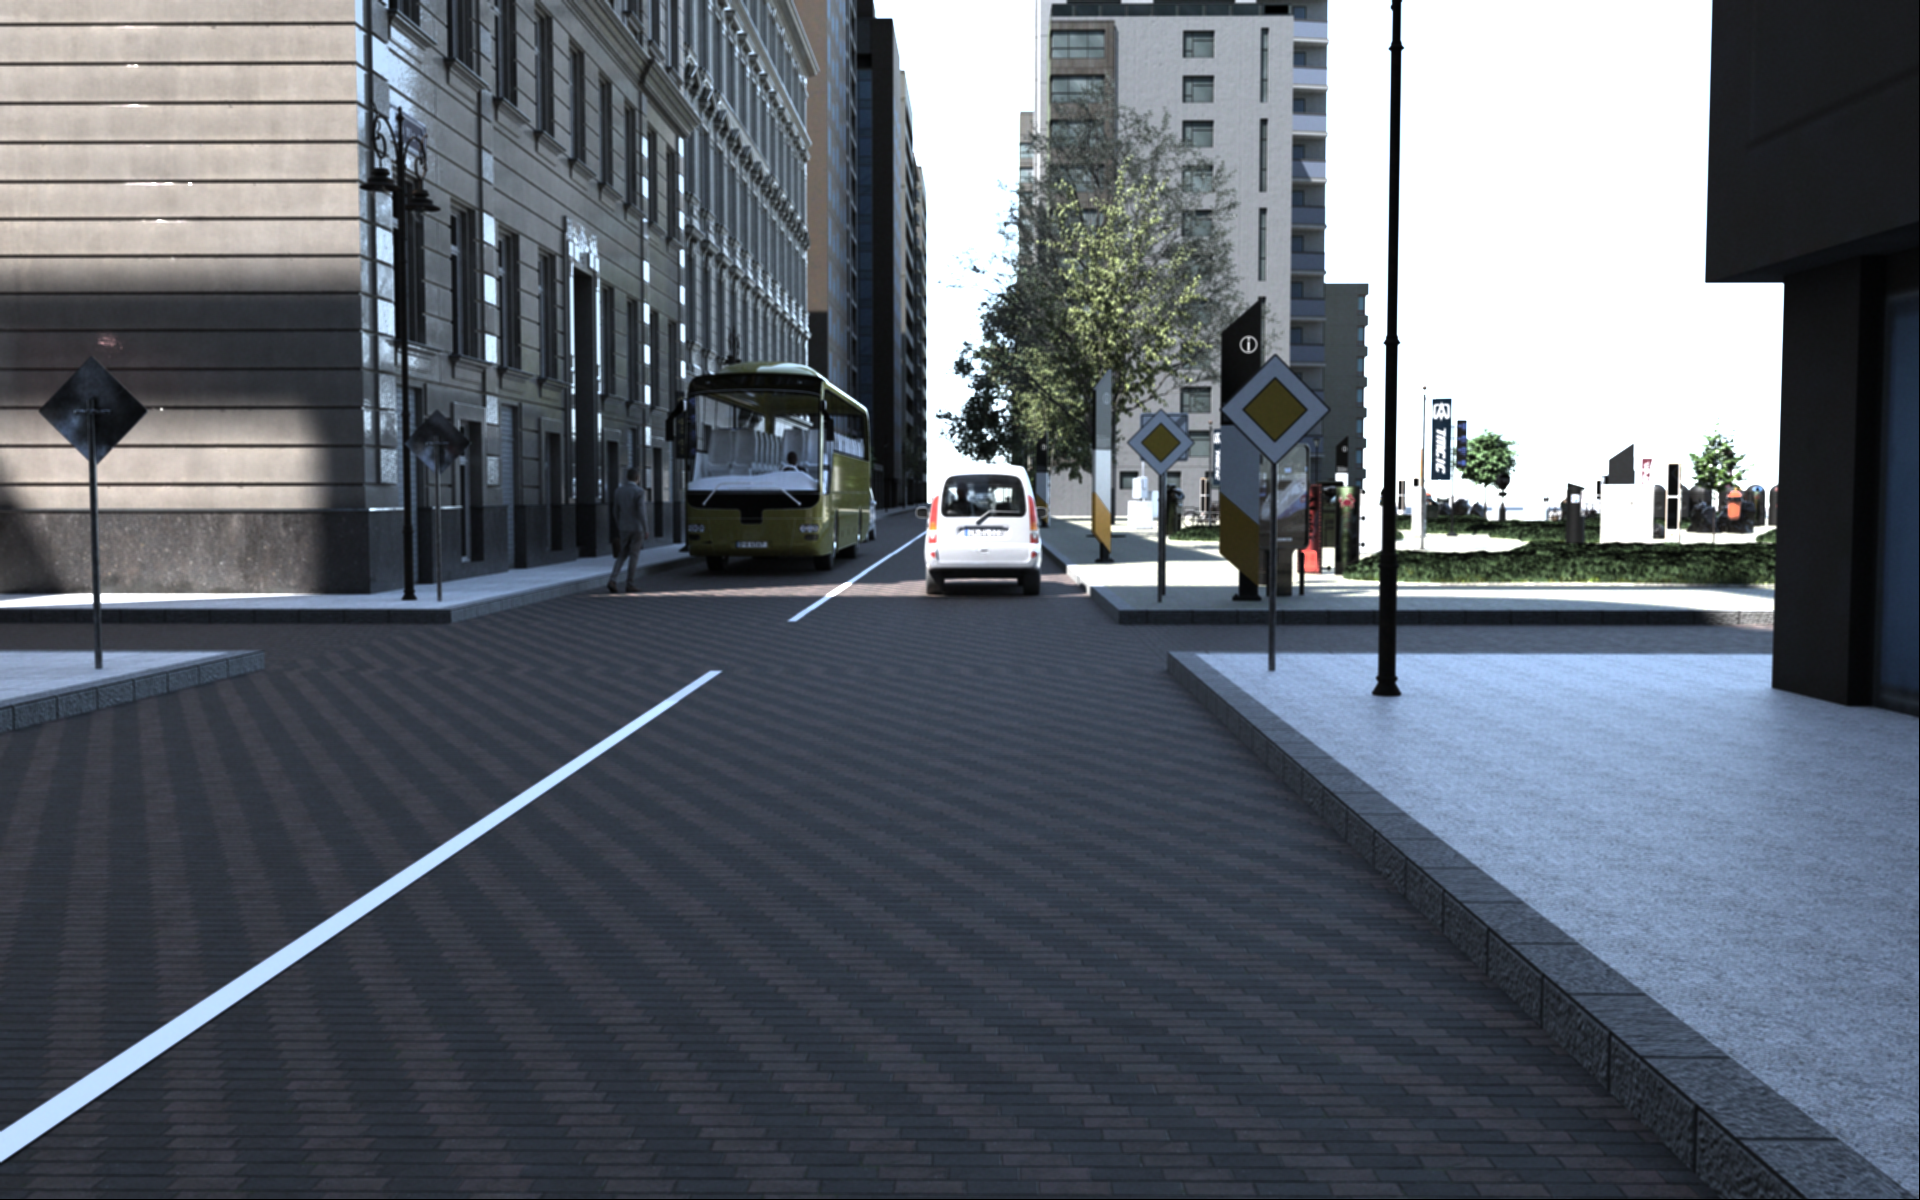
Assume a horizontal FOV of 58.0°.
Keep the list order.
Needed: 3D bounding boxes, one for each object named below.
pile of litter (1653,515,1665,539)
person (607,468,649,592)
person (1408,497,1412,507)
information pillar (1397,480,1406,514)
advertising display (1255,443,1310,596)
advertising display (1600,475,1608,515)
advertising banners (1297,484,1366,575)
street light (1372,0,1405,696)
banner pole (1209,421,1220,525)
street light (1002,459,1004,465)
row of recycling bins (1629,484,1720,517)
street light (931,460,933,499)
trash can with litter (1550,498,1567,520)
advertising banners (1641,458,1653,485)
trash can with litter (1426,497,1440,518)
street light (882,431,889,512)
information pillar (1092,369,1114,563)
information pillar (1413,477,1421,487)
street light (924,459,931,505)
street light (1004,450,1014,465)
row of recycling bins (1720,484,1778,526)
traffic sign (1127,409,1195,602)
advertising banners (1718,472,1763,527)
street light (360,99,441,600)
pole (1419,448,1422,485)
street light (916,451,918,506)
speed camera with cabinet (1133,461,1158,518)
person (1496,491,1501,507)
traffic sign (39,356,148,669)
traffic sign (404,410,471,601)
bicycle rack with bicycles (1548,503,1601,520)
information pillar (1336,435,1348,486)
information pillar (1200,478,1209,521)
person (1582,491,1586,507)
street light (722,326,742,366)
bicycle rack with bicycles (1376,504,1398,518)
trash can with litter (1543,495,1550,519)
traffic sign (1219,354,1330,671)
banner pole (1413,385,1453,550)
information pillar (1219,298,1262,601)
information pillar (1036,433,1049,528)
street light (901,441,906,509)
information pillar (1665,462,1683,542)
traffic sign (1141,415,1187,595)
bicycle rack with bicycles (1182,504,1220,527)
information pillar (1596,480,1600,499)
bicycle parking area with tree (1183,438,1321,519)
[{"bbox_3d":[19.992,-2.220,50.256,1.176,0.858,1.719,-2,4,-31],"label":"pile of litter"},{"bbox_3d":[-4.820,-1.023,25.348,0.709,1.813,0.853,1,4,22],"label":"person"},{"bbox_3d":[45.631,-9.952,174.441,0.991,1.433,0.599,0,4,-4],"label":"person"},{"bbox_3d":[22.763,-5.185,89.263,0.304,2.012,0.304,-3,5,-43],"label":"information pillar"},{"bbox_3d":[4.019,-1.011,21.752,0.974,1.923,0.123,-3,4,-37],"label":"advertising display"},{"bbox_3d":[21.803,-3.268,58.653,0.123,1.923,0.974,1,4,13],"label":"advertising display"},{"bbox_3d":[5.653,-1.935,27.825,0.090,3.025,2.074,-3,4,-39],"label":"advertising banners"},{"bbox_3d":[2.728,-2.331,10.899,0.468,5.910,1.993,0,4,1],"label":"street light"},{"bbox_3d":[8.646,-4.208,58.824,0.401,3.779,0.863,-2,4,-31],"label":"banner pole"},{"bbox_3d":[5.149,-13.918,200.349,0.468,5.910,1.993,0,4,1],"label":"street light"},{"bbox_3d":[28.306,-3.803,69.291,3.534,1.692,1.069,0,4,-1],"label":"row of recycling bins"},{"bbox_3d":[-3.861,-16.069,235.520,0.468,5.910,1.993,0,4,1],"label":"street light"},{"bbox_3d":[28.694,-4.358,82.633,1.055,1.170,0.624,3,5,43],"label":"trash can with litter"},{"bbox_3d":[32.439,-5.365,83.913,2.074,3.025,0.090,1,4,19],"label":"advertising banners"},{"bbox_3d":[19.139,-3.538,69.241,1.055,1.170,0.624,1,4,16],"label":"trash can with litter"},{"bbox_3d":[-5.298,-9.269,124.336,0.468,5.910,1.993,0,4,1],"label":"street light"},{"bbox_3d":[2.662,-2.512,32.424,0.183,3.616,0.504,3,5,43],"label":"information pillar"},{"bbox_3d":[20.148,-4.401,76.449,0.304,2.012,0.304,2,4,25],"label":"information pillar"},{"bbox_3d":[-4.097,-14.390,208.064,0.468,5.910,1.993,0,4,1],"label":"street light"},{"bbox_3d":[4.834,-12.173,171.816,0.468,5.910,1.993,0,4,1],"label":"street light"},{"bbox_3d":[32.745,-3.866,70.320,3.534,1.692,1.069,1,4,14],"label":"row of recycling bins"},{"bbox_3d":[2.371,-1.032,20.520,0.795,2.450,0.064,0,4,1],"label":"traffic sign"},{"bbox_3d":[30.774,-4.400,68.123,2.074,3.025,0.090,-1,4,-20],"label":"advertising banners"},{"bbox_3d":[-6.679,-2.938,20.830,0.468,5.910,1.993,0,4,1],"label":"street light"},{"bbox_3d":[20.580,-5.102,77.257,0.158,3.312,0.155,0,3,0],"label":"pole"},{"bbox_3d":[-4.508,-12.716,180.695,0.468,5.910,1.993,0,4,1],"label":"street light"},{"bbox_3d":[10.195,-6.122,94.435,0.660,3.252,2.038,3,4,39],"label":"speed camera with cabinet"},{"bbox_3d":[54.118,-10.081,174.037,1.217,1.735,0.721,3,5,40],"label":"person"},{"bbox_3d":[-6.328,-0.552,12.669,0.795,2.450,0.064,0,4,1],"label":"traffic sign"},{"bbox_3d":[-6.222,-1.040,20.653,0.795,2.450,0.064,0,4,1],"label":"traffic sign"},{"bbox_3d":[25.749,-3.609,72.388,2.925,0.926,2.852,-3,5,-40],"label":"bicycle rack with bicycles"},{"bbox_3d":[15.169,-4.734,68.758,0.504,3.616,0.183,-1,4,-9],"label":"information pillar"},{"bbox_3d":[11.478,-4.687,81.124,0.304,2.012,0.304,-3,5,-42],"label":"information pillar"},{"bbox_3d":[63.517,-10.235,176.505,0.621,1.740,0.551,0,4,-2],"label":"person"},{"bbox_3d":[-6.213,-4.587,47.784,0.468,5.910,1.993,0,4,1],"label":"street light"},{"bbox_3d":[14.983,-3.170,65.208,2.925,0.926,2.852,-2,4,-26],"label":"bicycle rack with bicycles"},{"bbox_3d":[30.036,-4.731,88.416,1.678,1.210,2.233,-1,4,-13],"label":"trash can with litter"},{"bbox_3d":[2.266,-0.544,12.535,0.795,2.450,0.064,0,4,1],"label":"traffic sign"},{"bbox_3d":[10.871,-3.042,39.750,0.863,3.779,0.401,2,4,26],"label":"banner pole"},{"bbox_3d":[3.383,-1.802,20.825,0.504,3.616,0.183,0,4,8],"label":"information pillar"},{"bbox_3d":[3.149,-4.581,66.259,0.504,3.616,0.183,2,4,31],"label":"information pillar"},{"bbox_3d":[-4.927,-10.940,151.652,0.468,5.910,1.993,0,4,1],"label":"street light"},{"bbox_3d":[16.602,-2.189,40.290,0.304,2.012,0.304,2,4,31],"label":"information pillar"},{"bbox_3d":[2.582,-1.213,21.955,0.606,2.300,0.079,0,4,7],"label":"traffic sign"},{"bbox_3d":[9.647,-3.116,64.326,2.925,0.926,2.852,2,4,25],"label":"bicycle rack with bicycles"},{"bbox_3d":[32.981,-5.185,89.261,0.304,2.012,0.304,-2,4,-33],"label":"information pillar"},{"bbox_3d":[15.710,-6.178,88.007,8.231,4.147,9.016,0,4,2],"label":"bicycle parking area with tree"}]
